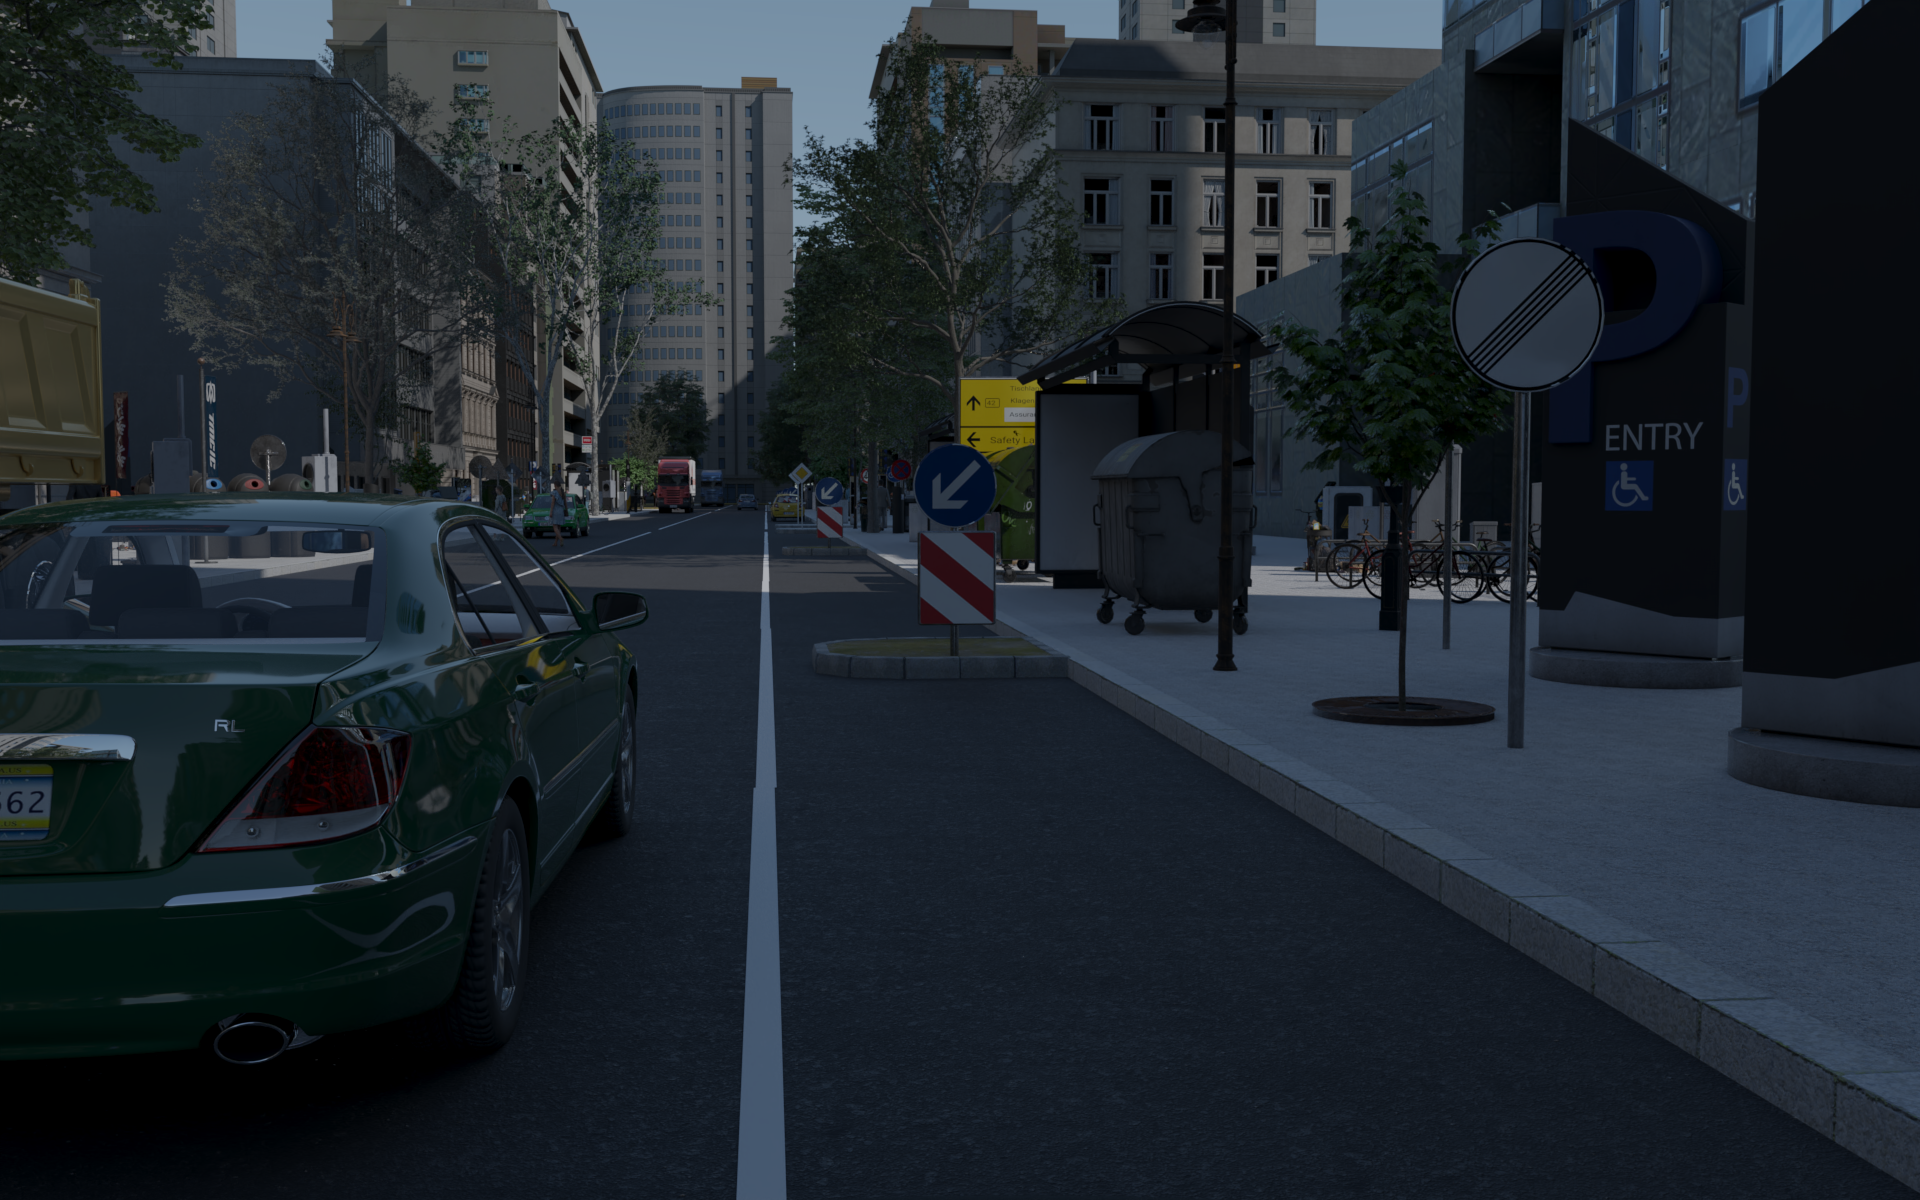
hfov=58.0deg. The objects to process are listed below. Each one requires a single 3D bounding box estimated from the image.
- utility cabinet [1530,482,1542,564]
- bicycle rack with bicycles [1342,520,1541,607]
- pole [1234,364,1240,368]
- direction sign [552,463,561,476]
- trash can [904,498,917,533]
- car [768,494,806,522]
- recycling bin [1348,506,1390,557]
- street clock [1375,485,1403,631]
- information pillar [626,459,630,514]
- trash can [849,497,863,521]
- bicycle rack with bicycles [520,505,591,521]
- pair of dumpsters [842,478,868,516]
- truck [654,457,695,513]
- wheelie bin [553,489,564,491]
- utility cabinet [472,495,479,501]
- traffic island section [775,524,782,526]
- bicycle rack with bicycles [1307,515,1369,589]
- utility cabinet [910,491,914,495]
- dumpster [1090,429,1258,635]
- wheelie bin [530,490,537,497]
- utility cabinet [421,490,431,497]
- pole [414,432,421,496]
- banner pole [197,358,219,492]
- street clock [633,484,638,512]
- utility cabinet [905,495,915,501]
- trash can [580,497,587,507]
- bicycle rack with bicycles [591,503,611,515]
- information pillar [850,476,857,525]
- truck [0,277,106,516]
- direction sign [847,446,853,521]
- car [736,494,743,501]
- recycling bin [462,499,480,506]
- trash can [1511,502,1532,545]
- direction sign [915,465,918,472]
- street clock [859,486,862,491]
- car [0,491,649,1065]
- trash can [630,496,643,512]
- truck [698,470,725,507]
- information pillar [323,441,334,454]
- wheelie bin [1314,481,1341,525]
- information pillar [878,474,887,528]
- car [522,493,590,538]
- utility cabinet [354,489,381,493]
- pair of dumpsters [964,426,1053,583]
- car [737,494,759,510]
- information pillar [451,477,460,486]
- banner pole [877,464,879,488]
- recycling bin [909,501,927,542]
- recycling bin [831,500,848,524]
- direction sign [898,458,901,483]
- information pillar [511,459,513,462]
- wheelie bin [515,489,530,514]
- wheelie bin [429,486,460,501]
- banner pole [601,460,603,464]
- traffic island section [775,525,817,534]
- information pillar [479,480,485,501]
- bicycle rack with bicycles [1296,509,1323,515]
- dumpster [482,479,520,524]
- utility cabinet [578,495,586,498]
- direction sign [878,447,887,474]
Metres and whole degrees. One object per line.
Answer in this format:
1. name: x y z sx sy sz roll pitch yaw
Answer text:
1. utility cabinet: 10.809 -1.396 31.505 1.173 1.500 0.318 -3 5 -43
2. bicycle rack with bicycles: 6.675 -0.447 20.695 2.852 0.926 2.925 -3 5 -40
3. pole: 4.180 -1.989 26.360 0.158 3.312 0.155 0 3 0
4. direction sign: -29.751 -8.307 127.809 0.876 3.537 0.379 2 4 29
5. trash can: -1.713 -2.824 57.820 0.748 1.137 0.748 0 3 0
6. car: -9.120 -4.973 91.539 2.015 1.641 3.980 0 4 -8
7. recycling bin: 8.395 -1.396 35.374 0.722 1.027 0.722 -1 4 -9
8. street clock: 4.076 -0.716 16.272 0.471 2.002 0.358 3 4 38
9. information pillar: -21.918 -7.525 114.391 0.183 3.616 0.504 1 4 11
10. trash can: -5.007 -4.393 83.477 0.748 1.137 0.748 0 3 0
11. bicycle rack with bicycles: -19.853 -4.296 83.614 2.852 0.926 2.925 1 4 9
12. pair of dumpsters: -5.876 -5.923 99.341 1.574 2.255 4.437 0 4 -7
13. truck: -21.651 -8.766 132.239 2.839 4.237 11.283 0 4 -7
14. wheelie bin: -23.790 -5.805 102.822 0.980 1.594 0.693 -1 4 -12
15. utility cabinet: -29.520 -5.783 105.714 0.306 1.237 1.020 0 4 -5
16. traffic island section: -6.681 -3.040 71.985 2.009 0.180 2.903 0 4 -6
17. bicycle rack with bicycles: 6.321 -0.674 24.401 2.925 0.926 2.852 0 4 -2
18. utility cabinet: -3.012 -7.014 123.358 1.173 1.500 0.318 3 4 37
19. dumpster: 2.018 -0.652 16.418 1.264 1.857 1.865 0 4 -6
20. wheelie bin: -29.219 -6.828 119.551 0.980 1.594 0.693 -1 4 -14
21. utility cabinet: -26.430 -4.743 86.227 1.173 1.500 0.318 -3 5 -42
22. pole: -17.817 -3.858 56.918 0.158 3.312 0.155 0 3 0
23. banner pole: -13.952 -2.579 32.178 0.401 3.779 0.863 0 4 0
24. street clock: -22.734 -7.148 121.446 0.358 2.002 0.471 -1 4 -16
25. utility cabinet: -2.742 -5.413 99.656 1.020 1.237 0.306 -3 4 -37
26. trash can: -29.900 -7.813 139.391 0.748 1.137 0.748 0 3 0
27. bicycle rack with bicycles: -22.677 -5.610 105.100 2.925 0.926 2.852 -1 4 -17
28. information pillar: -4.396 -4.101 71.545 0.304 2.012 0.304 0 4 -5
29. truck: -7.698 -0.816 9.263 3.469 3.379 9.791 0 4 -6
30. direction sign: -5.166 -5.487 81.714 0.379 3.537 0.876 1 4 13
31. car: -23.298 -10.786 188.142 2.131 1.459 4.920 0 4 -7
32. recycling bin: -16.850 -2.883 59.696 0.722 1.027 0.722 -1 4 -12
33. trash can: 10.759 -1.285 32.661 0.748 1.137 0.748 0 3 0
34. direction sign: -3.201 -8.612 132.802 0.379 3.537 0.876 -2 4 -28
35. street clock: -5.413 -5.312 91.421 0.471 2.002 0.358 -1 4 -21
36. car: -2.178 0.366 5.808 2.131 1.459 4.920 0 4 -5
37. trash can: -23.752 -7.104 127.809 0.748 1.137 0.748 0 3 0
38. truck: -28.646 -12.910 200.829 2.967 4.110 18.799 0 4 -7
39. information pillar: -28.025 -5.234 76.929 0.504 3.616 0.183 -3 5 -42
40. wheelie bin: 9.188 -2.137 42.842 0.693 1.594 0.980 2 4 30
41. information pillar: -2.901 -3.696 64.928 0.304 2.012 0.304 -1 4 -12
42. car: -13.405 -2.981 57.542 1.959 1.807 4.718 0 4 -6
43. utility cabinet: -26.476 -4.199 77.331 1.173 1.500 0.318 -1 4 -18
44. pair of dumpsters: 0.893 -1.494 26.917 1.574 2.255 4.437 0 4 -6
45. car: -18.862 -8.677 153.876 2.014 1.417 4.499 0 4 -5
46. information pillar: -21.426 -4.231 73.662 0.304 2.012 0.304 -2 4 -35
47. banner pole: -6.775 -9.245 141.174 0.401 3.779 0.863 0 4 7
48. recycling bin: -0.914 -2.065 46.310 0.722 1.027 0.722 1 4 18
49. recycling bin: -5.270 -3.844 75.401 0.722 1.027 0.722 -1 4 -12
50. direction sign: -3.791 -7.135 108.657 0.379 3.537 0.876 -1 4 -12
51. information pillar: -29.441 -7.494 113.881 0.183 3.616 0.504 -1 4 -16
52. wheelie bin: -28.241 -6.289 110.728 0.980 1.594 0.693 0 3 0
53. wheelie bin: -20.734 -3.797 69.992 0.980 1.594 0.693 -3 4 -36
54. banner pole: -26.458 -8.459 128.316 0.401 3.779 0.863 -2 4 -27
55. traffic island section: -5.793 -2.555 64.049 2.009 0.180 2.903 0 4 -6
56. information pillar: -25.250 -5.331 91.649 0.304 2.012 0.304 -3 5 -41
57. bicycle rack with bicycles: 9.056 -1.651 40.380 2.852 0.926 2.925 1 4 20
58. dumpster: -19.841 -4.409 74.573 1.502 2.255 1.985 0 4 -7
59. utility cabinet: -20.793 -5.097 94.498 0.306 1.237 1.020 1 4 18
60. direction sign: -3.681 -5.546 82.674 0.379 3.537 0.876 2 4 23
